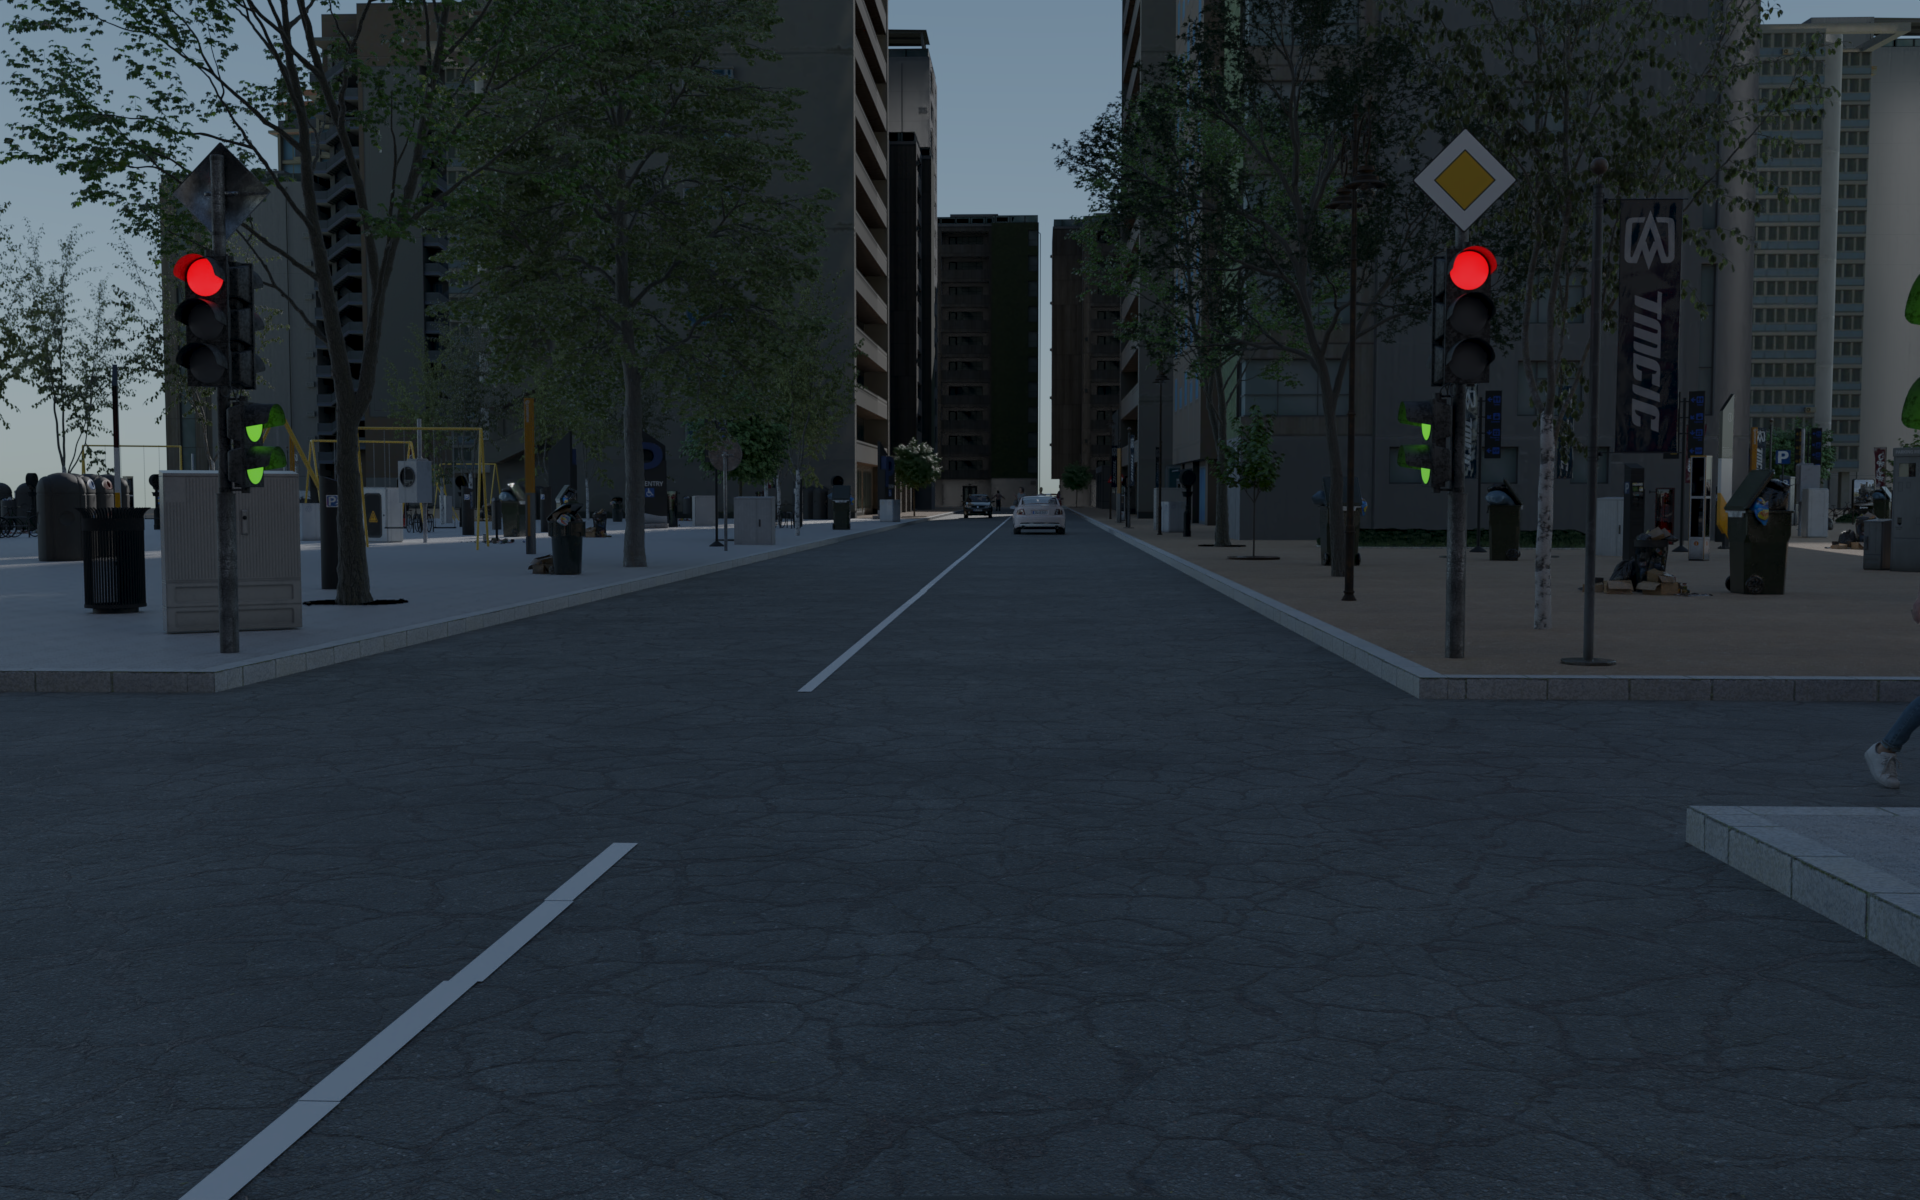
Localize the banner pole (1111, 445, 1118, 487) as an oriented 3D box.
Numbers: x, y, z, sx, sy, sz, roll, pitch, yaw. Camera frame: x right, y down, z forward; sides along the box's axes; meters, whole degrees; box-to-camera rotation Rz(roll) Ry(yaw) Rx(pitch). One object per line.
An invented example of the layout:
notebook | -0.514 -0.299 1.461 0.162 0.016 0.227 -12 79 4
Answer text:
banner pole | 7.087 -5.402 78.343 0.401 3.779 0.863 3 5 43

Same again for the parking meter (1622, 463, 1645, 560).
parking meter | 12.690 -1.647 32.635 0.255 1.863 0.399 0 4 -1

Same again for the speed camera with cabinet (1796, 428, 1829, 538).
speed camera with cabinet | 25.404 -3.502 51.601 0.660 3.252 2.038 1 4 17

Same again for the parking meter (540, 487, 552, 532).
parking meter | -13.916 -3.047 58.227 0.372 1.533 0.369 0 3 0

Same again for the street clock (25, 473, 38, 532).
street clock | -31.542 -3.323 58.904 0.358 2.002 0.471 0 4 -4

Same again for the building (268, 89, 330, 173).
building | -58.805 -32.600 187.636 28.867 44.769 22.147 0 4 3

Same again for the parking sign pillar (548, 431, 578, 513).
parking sign pillar | -17.098 -5.264 74.534 1.447 3.967 1.447 2 4 32

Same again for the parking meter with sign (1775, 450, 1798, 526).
parking meter with sign | 33.204 -4.478 69.472 0.543 3.016 1.738 3 5 39

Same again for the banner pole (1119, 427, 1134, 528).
banner pole | 6.382 -4.568 64.704 0.401 3.779 0.863 -1 4 -12

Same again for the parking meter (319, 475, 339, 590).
parking meter | -8.446 -0.917 23.399 0.372 1.533 0.369 0 3 0

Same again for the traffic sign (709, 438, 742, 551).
traffic sign | -5.278 -2.377 38.964 0.768 2.556 0.104 0 4 6

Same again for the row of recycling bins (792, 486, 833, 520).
row of recycling bins | -7.201 -4.915 87.476 3.534 1.692 1.069 3 5 44

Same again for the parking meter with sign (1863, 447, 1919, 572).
parking meter with sign | 15.807 -1.974 28.539 0.543 3.016 1.738 -2 4 -27

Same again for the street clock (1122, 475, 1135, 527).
street clock | 6.543 -3.840 67.362 0.471 2.002 0.358 0 4 8

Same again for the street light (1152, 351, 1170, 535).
street light | 6.271 -4.979 54.187 0.468 5.910 1.993 0 4 3

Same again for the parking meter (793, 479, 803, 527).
parking meter | -6.372 -3.809 67.988 0.255 1.863 0.399 -2 4 -32

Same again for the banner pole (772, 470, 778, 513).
banner pole | -9.340 -5.960 87.460 0.401 3.779 0.863 1 4 18

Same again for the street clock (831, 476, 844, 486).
street clock | -4.809 -3.872 67.869 0.471 2.002 0.358 -2 4 -25

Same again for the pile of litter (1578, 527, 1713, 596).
pile of litter | 8.826 -0.514 22.365 1.176 0.858 1.719 -1 4 -22

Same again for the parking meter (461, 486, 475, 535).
parking meter | -15.349 -2.790 54.035 0.372 1.533 0.369 0 3 0

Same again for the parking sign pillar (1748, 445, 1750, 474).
parking sign pillar | 35.126 -5.454 77.646 1.447 3.967 1.447 0 4 -4

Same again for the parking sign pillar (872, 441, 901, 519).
parking sign pillar | -3.773 -6.134 88.755 1.447 3.967 1.447 1 4 21

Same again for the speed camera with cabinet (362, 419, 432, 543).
speed camera with cabinet | -14.902 -3.144 45.739 2.038 3.252 0.660 2 4 28

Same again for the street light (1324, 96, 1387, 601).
street light | 4.683 -2.929 20.673 0.468 5.910 1.993 0 4 3

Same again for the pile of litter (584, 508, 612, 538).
pile of litter | -10.949 -2.296 51.512 1.176 0.858 1.719 0 4 -8

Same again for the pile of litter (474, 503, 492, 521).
pile of litter | -22.272 -4.111 81.182 1.719 0.858 1.176 2 4 30

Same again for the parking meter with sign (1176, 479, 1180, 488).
parking meter with sign | 11.065 -5.464 85.593 0.543 3.016 1.738 -2 4 -29

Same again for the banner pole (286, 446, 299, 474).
banner pole | -34.882 -6.141 90.427 0.863 3.779 0.401 1 4 10

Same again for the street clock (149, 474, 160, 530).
street clock | -28.884 -3.531 62.297 0.358 2.002 0.471 2 4 34

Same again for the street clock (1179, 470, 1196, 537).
street clock | 6.822 -2.899 51.970 0.471 2.002 0.358 -1 4 -14

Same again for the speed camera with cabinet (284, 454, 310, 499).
speed camera with cabinet | -32.946 -5.597 85.845 2.038 3.252 0.660 3 5 43

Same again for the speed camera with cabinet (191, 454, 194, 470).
speed camera with cabinet | -36.970 -5.562 85.282 2.038 3.252 0.660 -1 4 -12

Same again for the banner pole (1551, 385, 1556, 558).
banner pole | 12.151 -2.759 35.123 0.863 3.779 0.401 -2 4 -29

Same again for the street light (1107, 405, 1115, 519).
street light | 7.673 -7.057 88.170 0.468 5.910 1.993 0 4 3

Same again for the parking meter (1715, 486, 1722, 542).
parking meter | 20.400 -2.318 46.310 0.372 1.533 0.369 0 3 0

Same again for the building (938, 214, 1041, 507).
building | 1.364 -25.062 181.470 14.107 30.474 14.160 0 4 3

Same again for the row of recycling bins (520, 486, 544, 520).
row of recycling bins | -21.431 -4.854 86.470 1.069 1.692 3.534 0 4 7

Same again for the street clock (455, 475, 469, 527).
street clock | -19.330 -3.833 67.241 0.471 2.002 0.358 0 4 5

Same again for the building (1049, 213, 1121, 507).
building | 16.467 -25.016 180.708 14.107 30.474 14.160 0 4 3

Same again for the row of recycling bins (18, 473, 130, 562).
row of recycling bins | -17.489 -1.678 34.546 1.069 1.692 3.534 -1 4 -9

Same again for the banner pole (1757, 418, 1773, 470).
banner pole | 26.636 -4.123 57.421 0.863 3.779 0.401 -1 4 -9

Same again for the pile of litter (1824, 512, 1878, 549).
pile of litter | 21.142 -1.613 40.335 1.719 0.858 1.176 3 5 40

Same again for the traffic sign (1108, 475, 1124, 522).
traffic sign | 7.333 -4.942 80.803 0.884 2.594 0.081 1 4 11

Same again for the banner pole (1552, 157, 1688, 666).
banner pole | 4.981 -1.404 12.977 0.863 3.779 0.401 0 4 2

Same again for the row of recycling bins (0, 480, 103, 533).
row of recycling bins | -32.883 -3.365 62.123 3.534 1.692 1.069 -1 4 -21

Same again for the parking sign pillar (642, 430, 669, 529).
parking sign pillar | -11.677 -4.678 64.962 1.447 3.967 1.447 -1 4 -17

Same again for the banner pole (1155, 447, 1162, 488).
banner pole | 9.311 -5.570 81.082 0.401 3.779 0.863 2 4 30

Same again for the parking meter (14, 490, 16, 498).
parking meter | -47.181 -4.795 86.810 0.372 1.533 0.369 0 3 0

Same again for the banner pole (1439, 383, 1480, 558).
banner pole | 10.025 -2.733 34.708 0.401 3.779 0.863 -3 4 -37
